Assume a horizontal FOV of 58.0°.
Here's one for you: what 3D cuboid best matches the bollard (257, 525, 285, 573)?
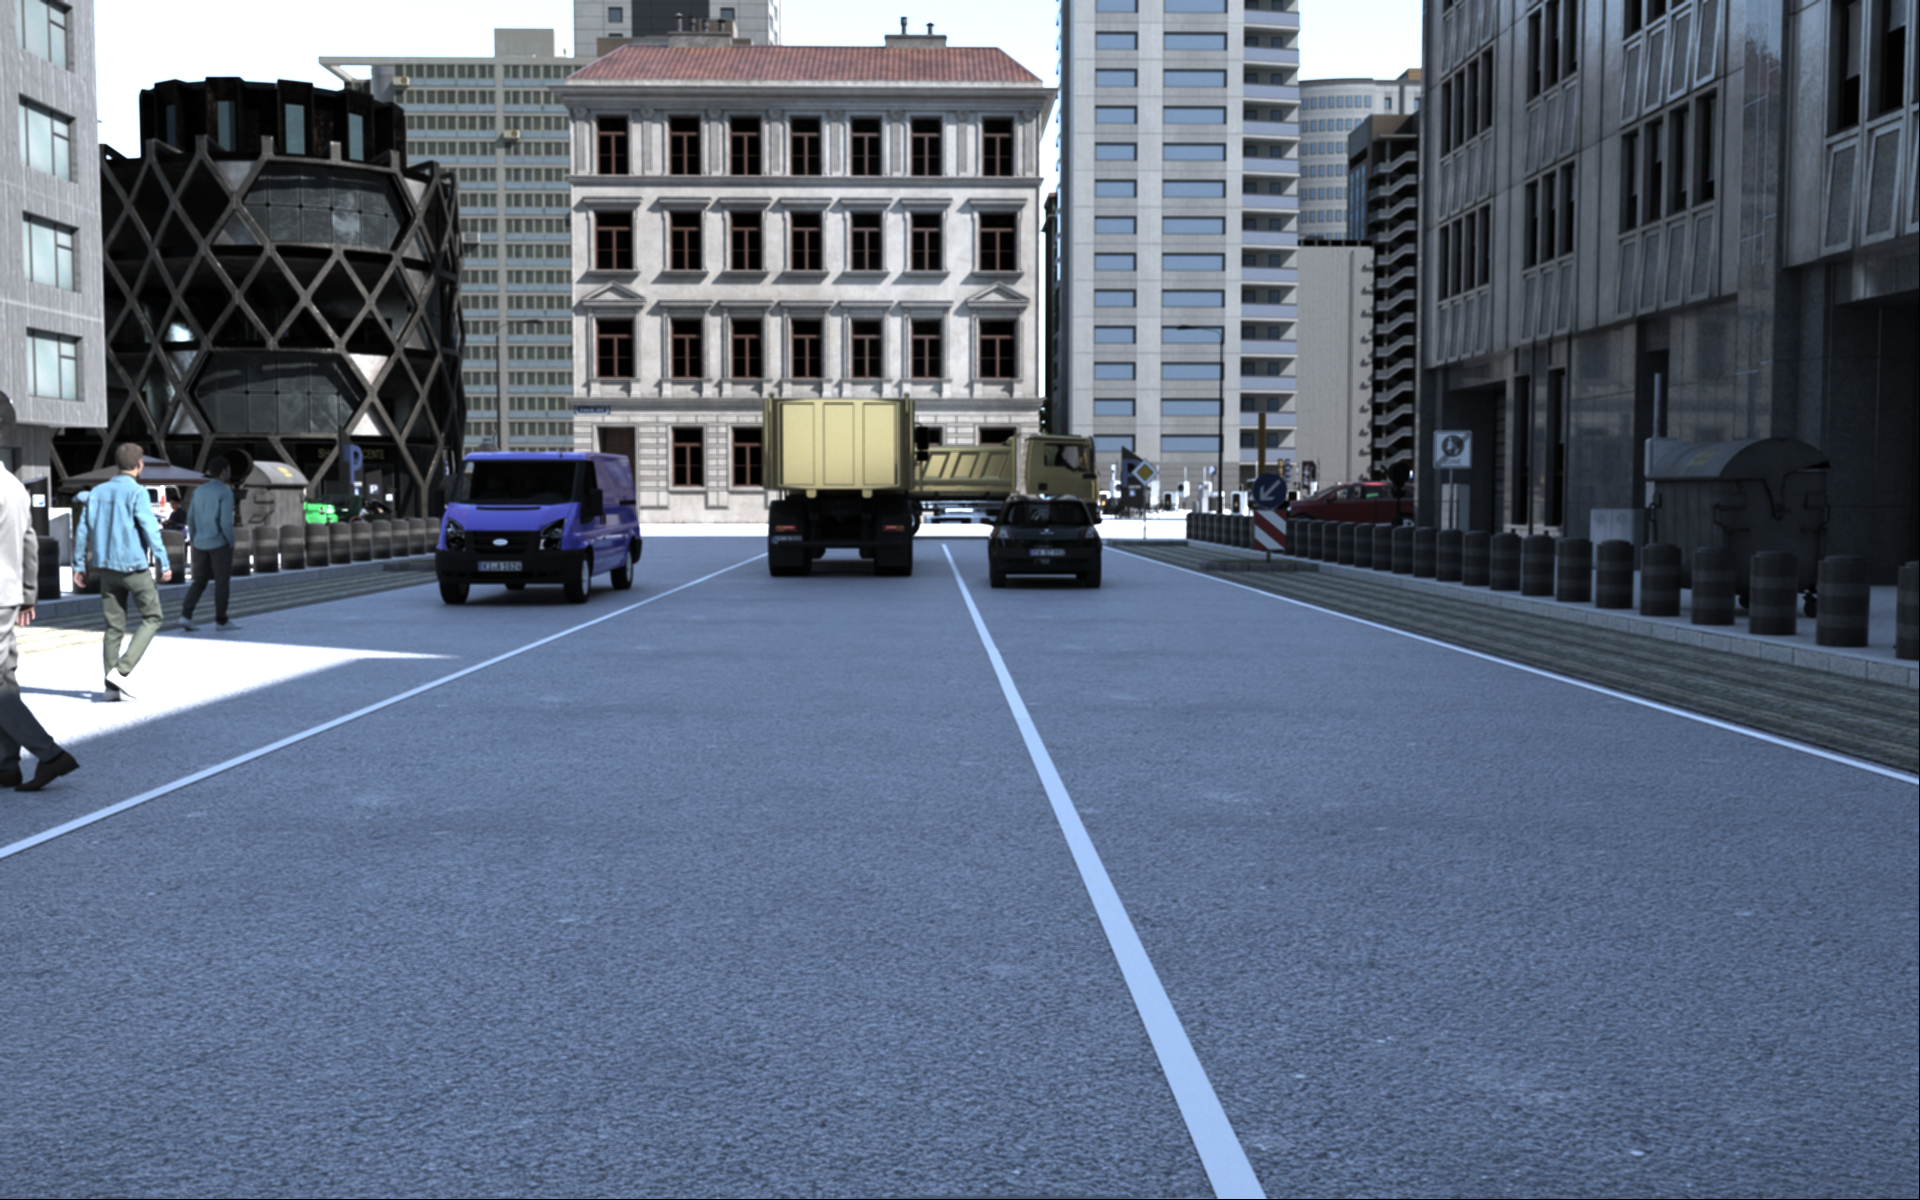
[{"bbox_3d":[-11.366,-0.834,28.346,0.404,0.777,0.398,0,3,0],"label":"bollard"}]

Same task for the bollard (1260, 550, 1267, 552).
[{"bbox_3d":[6.931,-1.473,38.803,0.404,0.777,0.398,0,3,0],"label":"bollard"}]

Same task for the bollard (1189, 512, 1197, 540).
[{"bbox_3d":[6.713,-2.064,48.470,0.404,0.777,0.398,0,3,0],"label":"bollard"}]

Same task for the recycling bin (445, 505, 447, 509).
[{"bbox_3d":[-28.687,-5.170,97.084,0.722,1.027,0.722,0,4,-8],"label":"recycling bin"}]

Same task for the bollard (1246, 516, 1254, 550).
[{"bbox_3d":[6.905,-1.547,40.004,0.404,0.777,0.398,0,3,0],"label":"bollard"}]

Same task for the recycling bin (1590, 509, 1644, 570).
[{"bbox_3d":[11.225,-1.042,29.592,0.722,1.027,0.722,2,4,35],"label":"recycling bin"}]

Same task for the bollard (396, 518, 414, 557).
[{"bbox_3d":[-11.528,-1.276,35.580,0.404,0.777,0.398,0,3,0],"label":"bollard"}]

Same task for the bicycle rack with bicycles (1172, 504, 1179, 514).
[{"bbox_3d":[13.204,-6.159,114.084,2.925,0.926,2.852,3,5,42],"label":"bicycle rack with bicycles"}]

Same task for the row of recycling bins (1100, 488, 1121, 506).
[{"bbox_3d":[11.558,-7.220,125.160,3.534,1.692,1.069,1,4,18],"label":"row of recycling bins"}]

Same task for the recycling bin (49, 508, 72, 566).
[{"bbox_3d":[-16.430,-1.143,31.238,0.722,1.027,0.722,-2,4,-24],"label":"recycling bin"}]

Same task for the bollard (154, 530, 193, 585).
[{"bbox_3d":[-11.282,-0.612,24.724,0.404,0.777,0.398,0,3,0],"label":"bollard"}]

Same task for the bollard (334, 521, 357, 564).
[{"bbox_3d":[-11.452,-1.054,31.955,0.404,0.777,0.398,0,3,0],"label":"bollard"}]

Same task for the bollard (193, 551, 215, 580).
[{"bbox_3d":[-11.310,-0.686,25.932,0.404,0.777,0.398,0,3,0],"label":"bollard"}]

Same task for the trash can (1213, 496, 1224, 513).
[{"bbox_3d":[17.215,-6.337,115.265,0.748,1.137,0.748,0,3,0],"label":"trash can"}]

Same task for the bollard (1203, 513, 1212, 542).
[{"bbox_3d":[6.766,-1.916,46.039,0.404,0.777,0.398,0,3,0],"label":"bollard"}]

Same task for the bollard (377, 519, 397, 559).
[{"bbox_3d":[-11.500,-1.203,34.379,0.404,0.777,0.398,0,3,0],"label":"bollard"}]

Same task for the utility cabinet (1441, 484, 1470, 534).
[{"bbox_3d":[10.895,-1.796,38.044,0.318,1.500,1.173,0,4,0],"label":"utility cabinet"}]

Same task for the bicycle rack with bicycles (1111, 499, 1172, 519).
[{"bbox_3d":[8.828,-4.648,89.371,2.852,0.926,2.925,3,4,39],"label":"bicycle rack with bicycles"}]

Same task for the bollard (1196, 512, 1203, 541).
[{"bbox_3d":[6.739,-1.991,47.265,0.404,0.777,0.398,0,3,0],"label":"bollard"}]

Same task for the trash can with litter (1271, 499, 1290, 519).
[{"bbox_3d":[7.542,-1.852,41.661,0.624,1.170,1.055,0,4,-8],"label":"trash can with litter"}]

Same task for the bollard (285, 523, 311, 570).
[{"bbox_3d":[-11.392,-0.907,29.551,0.404,0.777,0.398,0,3,0],"label":"bollard"}]

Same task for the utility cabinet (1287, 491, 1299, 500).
[{"bbox_3d":[21.909,-6.470,114.470,1.173,1.500,0.318,-2,4,-35],"label":"utility cabinet"}]

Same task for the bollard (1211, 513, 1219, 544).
[{"bbox_3d":[6.793,-1.842,44.837,0.404,0.777,0.398,0,3,0],"label":"bollard"}]

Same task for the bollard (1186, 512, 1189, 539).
[{"bbox_3d":[6.682,-2.138,49.672,0.404,0.777,0.398,0,3,0],"label":"bollard"}]

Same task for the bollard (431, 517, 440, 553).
[{"bbox_3d":[-11.587,-1.424,38.003,0.404,0.777,0.398,0,3,0],"label":"bollard"}]

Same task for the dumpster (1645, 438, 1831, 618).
[{"bbox_3d":[8.351,-0.787,18.620,1.264,1.857,1.865,0,4,-1],"label":"dumpster"}]

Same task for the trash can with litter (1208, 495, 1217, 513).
[{"bbox_3d":[18.804,-7.731,137.457,2.233,1.210,1.678,2,4,30],"label":"trash can with litter"}]

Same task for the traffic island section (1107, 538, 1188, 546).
[{"bbox_3d":[5.210,-1.616,48.701,2.009,0.180,2.903,0,4,-1],"label":"traffic island section"}]

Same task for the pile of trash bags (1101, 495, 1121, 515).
[{"bbox_3d":[9.926,-5.921,106.559,1.912,1.369,3.447,1,4,20],"label":"pile of trash bags"}]

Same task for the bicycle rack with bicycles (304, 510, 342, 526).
[{"bbox_3d":[-15.191,-1.555,38.811,2.852,0.926,2.925,-1,4,-18],"label":"bicycle rack with bicycles"}]

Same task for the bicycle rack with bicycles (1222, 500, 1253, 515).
[{"bbox_3d":[17.527,-5.761,107.582,2.852,0.926,2.925,-1,4,-11],"label":"bicycle rack with bicycles"}]

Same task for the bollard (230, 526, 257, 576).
[{"bbox_3d":[-11.340,-0.760,27.145,0.404,0.777,0.398,0,3,0],"label":"bollard"}]

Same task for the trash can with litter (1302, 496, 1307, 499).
[{"bbox_3d":[22.807,-6.216,113.014,1.055,1.170,0.624,3,5,40],"label":"trash can with litter"}]

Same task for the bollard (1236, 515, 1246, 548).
[{"bbox_3d":[6.876,-1.621,41.222,0.404,0.777,0.398,0,3,0],"label":"bollard"}]

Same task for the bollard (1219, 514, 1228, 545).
[{"bbox_3d":[6.821,-1.769,43.635,0.404,0.777,0.398,0,3,0],"label":"bollard"}]

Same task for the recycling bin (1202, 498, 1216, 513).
[{"bbox_3d":[14.414,-5.369,100.335,0.722,1.027,0.722,1,4,19],"label":"recycling bin"}]

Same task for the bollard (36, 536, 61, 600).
[{"bbox_3d":[-11.199,-0.392,21.120,0.404,0.777,0.398,0,3,0],"label":"bollard"}]

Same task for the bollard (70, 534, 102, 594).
[{"bbox_3d":[-11.232,-0.465,22.321,0.404,0.777,0.398,0,3,0],"label":"bollard"}]

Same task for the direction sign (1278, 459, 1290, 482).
[{"bbox_3d":[20.940,-7.341,112.021,0.876,3.537,0.379,-1,4,-21],"label":"direction sign"}]

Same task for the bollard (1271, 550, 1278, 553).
[{"bbox_3d":[6.957,-1.399,37.589,0.404,0.777,0.398,0,3,0],"label":"bollard"}]

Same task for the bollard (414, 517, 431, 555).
[{"bbox_3d":[-11.561,-1.350,36.792,0.404,0.777,0.398,0,3,0],"label":"bollard"}]

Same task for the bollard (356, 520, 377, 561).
[{"bbox_3d":[-11.479,-1.128,33.166,0.404,0.777,0.398,0,3,0],"label":"bollard"}]

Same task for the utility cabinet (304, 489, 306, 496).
[{"bbox_3d":[-27.000,-3.778,70.445,0.318,1.500,1.173,-3,5,-44],"label":"utility cabinet"}]

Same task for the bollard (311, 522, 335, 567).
[{"bbox_3d":[-11.424,-0.981,30.753,0.404,0.777,0.398,0,3,0],"label":"bollard"}]

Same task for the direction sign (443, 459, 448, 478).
[{"bbox_3d":[-33.132,-7.297,111.301,0.379,3.537,0.876,1,4,12],"label":"direction sign"}]

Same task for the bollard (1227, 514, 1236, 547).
[{"bbox_3d":[6.850,-1.695,42.427,0.404,0.777,0.398,0,3,0],"label":"bollard"}]
